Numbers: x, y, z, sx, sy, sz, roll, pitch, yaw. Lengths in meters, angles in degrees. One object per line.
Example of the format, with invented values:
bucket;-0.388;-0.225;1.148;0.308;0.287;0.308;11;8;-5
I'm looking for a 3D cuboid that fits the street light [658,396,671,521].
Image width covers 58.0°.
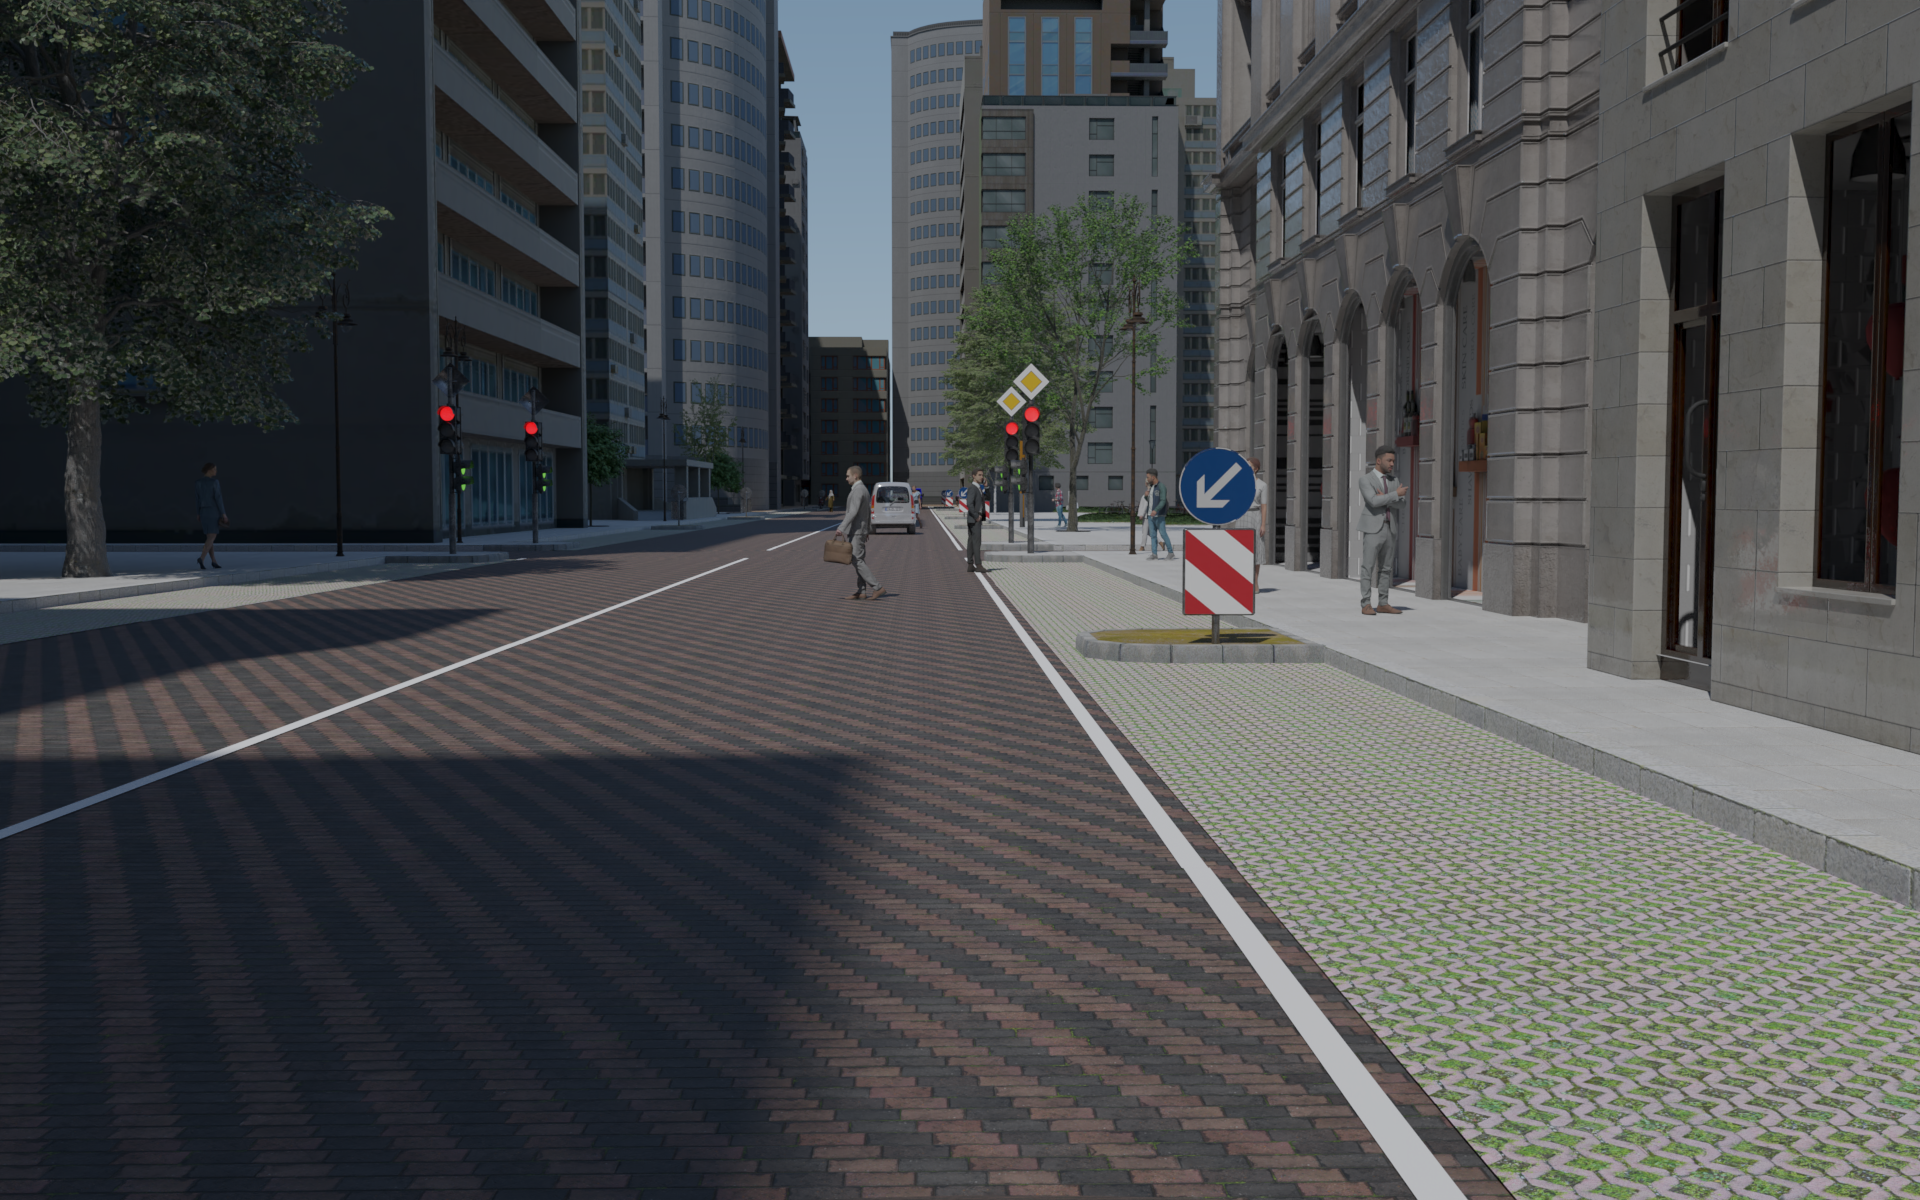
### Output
street light;-13.912;-6.648;81.477;0.468;5.910;1.993;0;4;-1

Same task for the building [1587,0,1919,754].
building;10.002;-9.120;3.866;10.420;20.320;16.860;0;4;-1

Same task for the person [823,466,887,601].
person;-1.403;-0.907;23.443;0.853;1.813;0.709;0;4;3

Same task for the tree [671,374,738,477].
tree;-15.515;-9.516;105.951;4.737;8.622;4.395;0;3;0

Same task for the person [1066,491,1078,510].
person;5.924;-5.177;91.038;0.624;1.780;0.694;-3;5;-39

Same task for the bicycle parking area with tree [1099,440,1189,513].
bicycle parking area with tree;12.101;-6.536;93.872;8.231;4.147;9.016;-2;4;-27

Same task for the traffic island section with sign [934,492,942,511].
traffic island section with sign;-1.035;-8.506;147.697;1.989;1.847;2.006;0;4;-1

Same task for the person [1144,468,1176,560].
person;3.807;-1.660;33.529;0.721;1.781;0.623;-3;4;-36

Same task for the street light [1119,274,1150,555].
street light;3.667;-3.903;36.604;0.468;5.910;1.993;0;4;-1

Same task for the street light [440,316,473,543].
street light;-13.101;-4.427;45.174;0.468;5.910;1.993;0;4;-1

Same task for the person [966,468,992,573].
person;0.350;-1.457;31.678;0.474;1.900;0.648;0;4;0

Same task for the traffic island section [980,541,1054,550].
traffic island section;1.362;-1.414;45.398;2.009;0.180;2.903;0;4;-1

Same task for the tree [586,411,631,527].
tree;-14.672;-5.173;68.288;4.285;4.588;4.351;0;3;0

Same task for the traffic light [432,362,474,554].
traffic light;-10.848;-2.940;36.996;0.839;4.253;0.868;0;4;-1

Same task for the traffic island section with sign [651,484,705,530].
traffic island section with sign;-11.333;-3.742;69.814;1.989;1.847;2.006;0;4;-1

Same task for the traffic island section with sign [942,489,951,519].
traffic island section with sign;0.121;-5.476;98.157;1.989;1.847;2.006;0;4;-1

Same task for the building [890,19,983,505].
building;5.648;-41.108;214.117;28.212;58.520;21.231;0;4;-1

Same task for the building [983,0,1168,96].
building;9.013;-30.161;143.247;14.600;45.320;14.200;0;4;-1

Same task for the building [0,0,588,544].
building;-24.580;-26.305;53.792;21.300;48.544;21.600;0;4;-1

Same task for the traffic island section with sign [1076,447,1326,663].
traffic island section with sign;2.069;-0.420;15.495;1.989;1.847;2.006;0;4;-1

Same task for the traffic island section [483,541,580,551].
traffic island section;-11.076;-1.396;45.112;2.009;0.180;2.903;0;4;-1

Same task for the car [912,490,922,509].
car;-4.802;-9.742;167.962;2.281;1.827;5.304;0;4;-2

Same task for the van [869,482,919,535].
van;-2.464;-3.397;62.551;2.013;2.044;4.112;0;4;-3

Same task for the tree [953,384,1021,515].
tree;1.922;-9.503;105.743;4.360;8.622;3.978;0;3;0

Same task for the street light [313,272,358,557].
street light;-12.761;-3.834;35.473;0.468;5.910;1.993;0;4;-1

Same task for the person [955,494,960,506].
person;-0.172;-10.819;186.162;0.697;1.427;0.421;0;4;-5

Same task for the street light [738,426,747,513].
street light;-14.759;-8.868;117.779;0.468;5.910;1.993;0;4;-1

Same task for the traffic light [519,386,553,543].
traffic light;-11.035;-3.429;44.978;0.839;4.253;0.868;0;4;-1

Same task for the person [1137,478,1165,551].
person;4.596;-2.034;41.629;0.818;1.842;0.514;0;4;-4

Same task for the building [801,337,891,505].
building;-23.401;-22.778;217.467;28.899;21.520;27.650;0;4;-1

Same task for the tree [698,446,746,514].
tree;-15.603;-7.798;111.218;4.285;4.588;4.351;0;3;0

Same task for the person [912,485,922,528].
person;-1.883;-3.847;71.494;0.616;1.811;0.778;2;4;35

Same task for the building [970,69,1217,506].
building;17.198;-28.794;162.660;32.217;40.220;23.993;0;4;-1

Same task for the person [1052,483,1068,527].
person;3.858;-3.654;66.622;0.643;1.720;0.563;0;4;4

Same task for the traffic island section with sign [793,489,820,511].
traffic island section with sign;-13.136;-8.454;146.851;1.989;1.847;2.006;0;4;-1

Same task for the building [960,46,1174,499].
building;10.856;-34.331;185.018;21.300;48.544;21.600;0;4;-1

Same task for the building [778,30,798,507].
building;-26.900;-31.028;161.930;22.147;44.769;28.867;0;4;-1

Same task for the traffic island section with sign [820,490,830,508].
traffic island section with sign;-13.772;-10.102;173.799;1.989;1.847;2.006;0;4;-1

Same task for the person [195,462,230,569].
person;-12.853;-1.438;29.582;0.581;1.822;0.654;2;4;27

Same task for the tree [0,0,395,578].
tree;-13.532;-7.335;26.578;9.857;13.997;8.962;0;3;0

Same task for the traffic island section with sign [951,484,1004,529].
traffic island section with sign;0.764;-3.821;71.106;1.989;1.847;2.006;0;4;-1

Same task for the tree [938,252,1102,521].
tree;2.920;-9.948;80.781;7.486;12.596;7.792;0;3;0

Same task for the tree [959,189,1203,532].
tree;3.998;-8.120;58.519;9.928;11.665;9.643;0;3;0

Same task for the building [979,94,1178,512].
building;8.368;-21.858;129.074;14.160;30.474;14.107;0;4;-1

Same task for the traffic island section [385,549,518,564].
traffic island section;-10.888;-0.908;37.129;2.009;0.180;2.903;0;4;-1

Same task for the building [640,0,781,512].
building;-25.553;-36.149;133.034;21.231;58.520;28.212;0;4;-1

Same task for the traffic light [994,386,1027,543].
traffic light;1.322;-3.447;45.283;0.839;4.253;0.868;0;4;-1

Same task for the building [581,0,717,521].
building;-29.790;-24.350;90.007;32.217;40.220;23.993;0;4;-1

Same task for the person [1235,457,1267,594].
person;3.678;-0.955;22.231;0.480;1.755;0.524;2;4;23

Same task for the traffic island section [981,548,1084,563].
traffic island section;1.550;-0.926;37.415;2.009;0.180;2.903;0;4;-1

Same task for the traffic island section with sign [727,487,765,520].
traffic island section with sign;-11.970;-5.418;97.212;1.989;1.847;2.006;0;4;-1

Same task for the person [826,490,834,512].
person;-10.252;-7.794;136.661;0.721;1.736;1.217;-2;4;-35

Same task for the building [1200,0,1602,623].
building;11.485;-11.186;24.687;13.314;21.916;24.055;0;4;-1

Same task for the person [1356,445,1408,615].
person;4.505;-0.744;18.397;0.511;1.800;0.466;-3;5;-40

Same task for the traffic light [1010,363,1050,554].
traffic light;1.509;-2.959;37.300;0.839;4.253;0.868;0;4;-1

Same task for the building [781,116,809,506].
building;-23.711;-30.926;189.228;14.086;41.232;14.154;0;4;-1

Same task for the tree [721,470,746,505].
tree;-14.943;-7.375;115.190;1.663;3.219;1.824;0;3;0

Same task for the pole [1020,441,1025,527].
pole;2.397;-4.441;66.448;0.158;3.312;0.155;0;3;0

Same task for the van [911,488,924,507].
van;-5.085;-11.367;190.232;2.240;2.365;5.245;0;4;-1

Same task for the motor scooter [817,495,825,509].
motor scooter;-13.358;-9.401;166.487;0.815;1.314;1.986;0;4;0
